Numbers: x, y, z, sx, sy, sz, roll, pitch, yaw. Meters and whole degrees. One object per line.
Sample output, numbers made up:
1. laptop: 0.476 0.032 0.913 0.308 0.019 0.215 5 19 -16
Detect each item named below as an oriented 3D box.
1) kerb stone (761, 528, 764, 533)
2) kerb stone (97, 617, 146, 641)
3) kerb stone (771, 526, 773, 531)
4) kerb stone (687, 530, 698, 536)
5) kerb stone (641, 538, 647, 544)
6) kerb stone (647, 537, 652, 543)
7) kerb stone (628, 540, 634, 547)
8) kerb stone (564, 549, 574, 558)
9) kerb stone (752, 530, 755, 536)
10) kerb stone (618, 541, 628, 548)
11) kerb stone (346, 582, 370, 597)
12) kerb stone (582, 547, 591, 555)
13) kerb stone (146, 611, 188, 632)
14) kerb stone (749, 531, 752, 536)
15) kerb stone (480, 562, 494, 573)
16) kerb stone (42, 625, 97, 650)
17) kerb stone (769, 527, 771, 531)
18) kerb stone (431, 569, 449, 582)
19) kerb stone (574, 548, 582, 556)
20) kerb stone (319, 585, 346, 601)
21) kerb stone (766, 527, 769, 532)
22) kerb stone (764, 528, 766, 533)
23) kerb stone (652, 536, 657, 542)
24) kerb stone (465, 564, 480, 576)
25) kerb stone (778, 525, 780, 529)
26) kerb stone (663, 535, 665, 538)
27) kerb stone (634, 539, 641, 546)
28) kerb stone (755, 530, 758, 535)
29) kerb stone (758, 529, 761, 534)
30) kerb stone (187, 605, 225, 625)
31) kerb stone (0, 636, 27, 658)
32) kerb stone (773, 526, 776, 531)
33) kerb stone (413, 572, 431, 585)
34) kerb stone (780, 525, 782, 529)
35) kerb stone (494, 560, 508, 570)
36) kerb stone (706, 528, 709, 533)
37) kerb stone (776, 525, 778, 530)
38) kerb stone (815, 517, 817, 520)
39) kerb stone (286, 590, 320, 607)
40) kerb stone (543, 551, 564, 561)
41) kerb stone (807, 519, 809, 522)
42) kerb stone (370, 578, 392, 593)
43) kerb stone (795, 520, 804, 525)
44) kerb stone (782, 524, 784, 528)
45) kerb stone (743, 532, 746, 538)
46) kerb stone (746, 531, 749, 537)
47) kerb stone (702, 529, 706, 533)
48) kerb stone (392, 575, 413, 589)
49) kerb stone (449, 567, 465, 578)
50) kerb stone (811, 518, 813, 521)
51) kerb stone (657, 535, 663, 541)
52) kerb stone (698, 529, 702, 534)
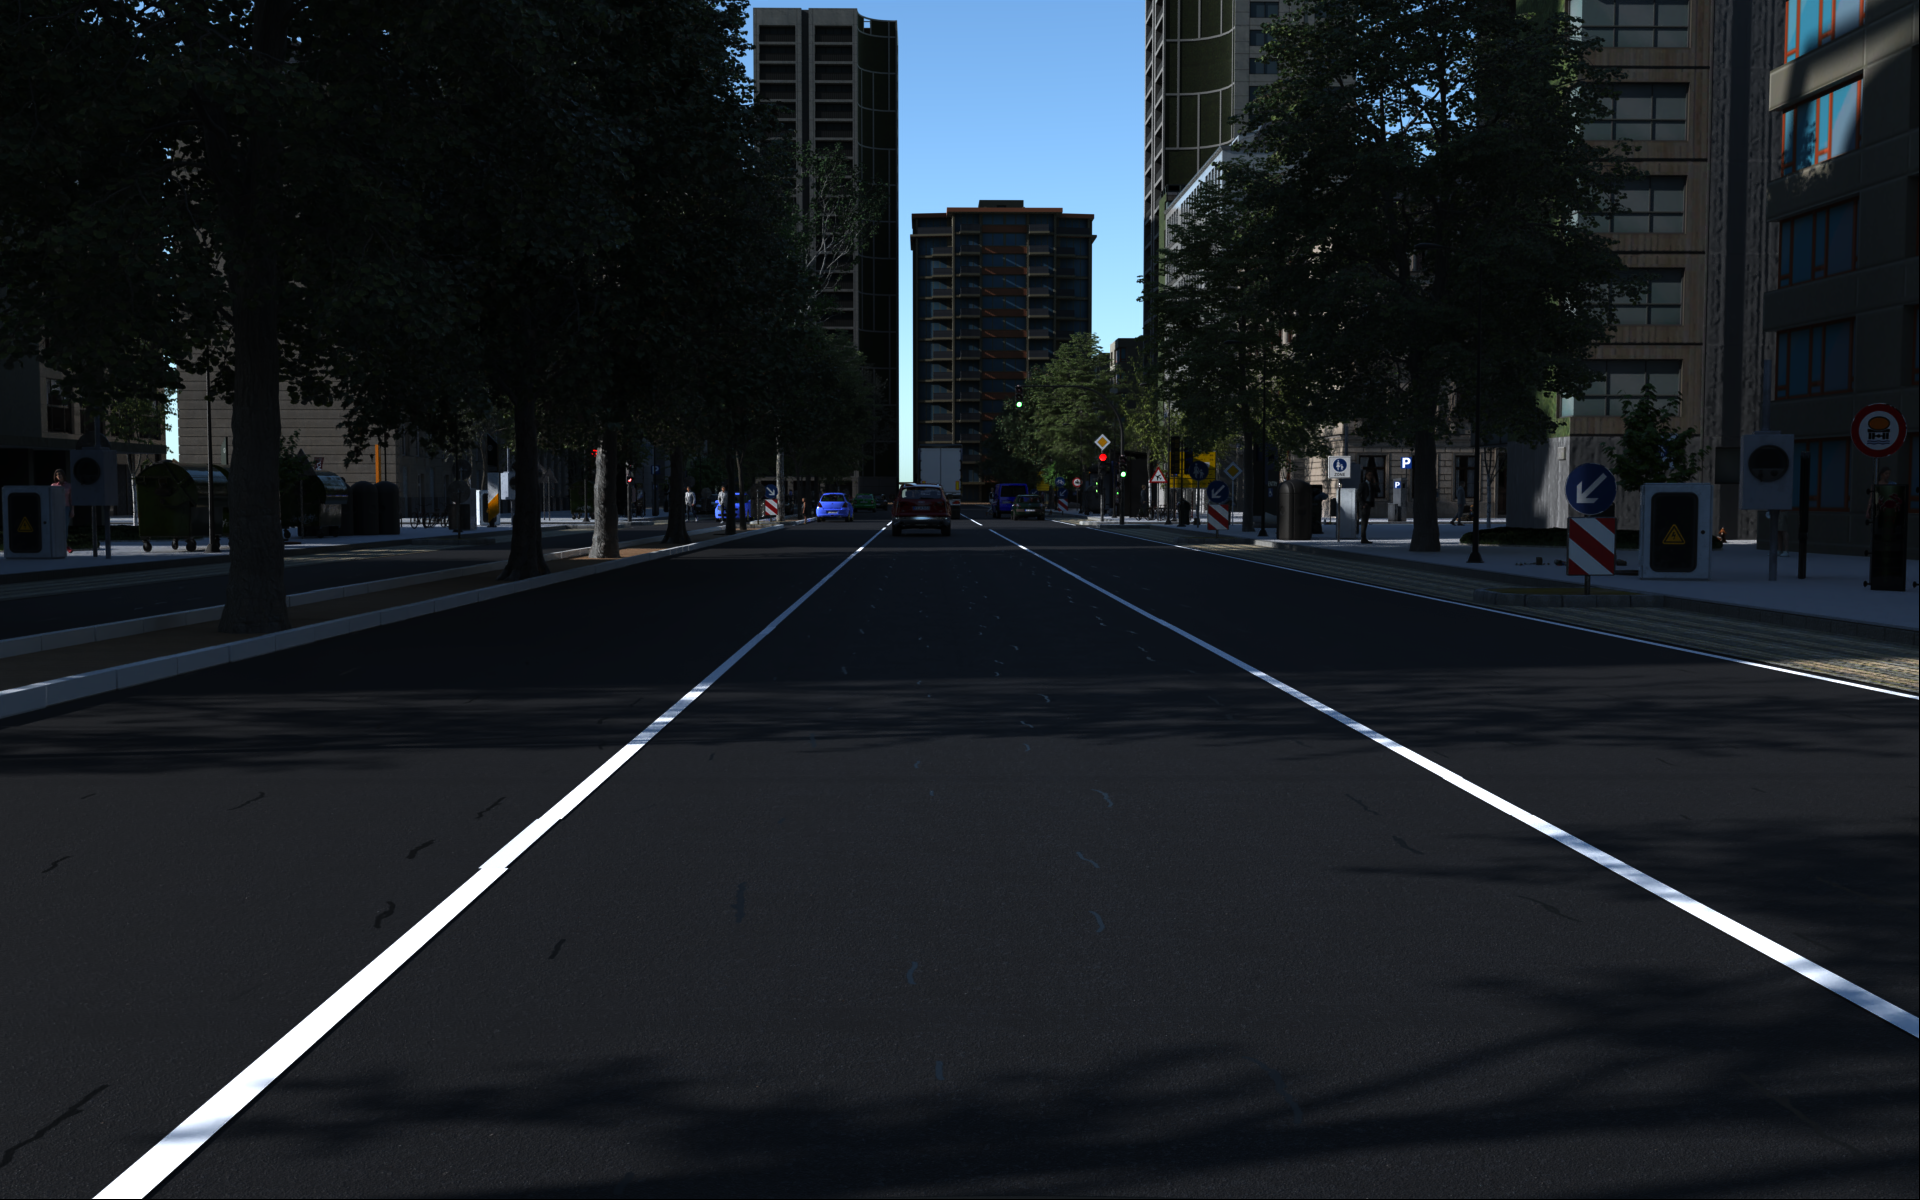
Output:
1. kerb stone: -7.258 -2.452 62.348 0.120 0.150 1.000 0 4 -1
2. kerb stone: -8.410 0.304 17.228 0.120 0.150 1.000 0 4 -1
3. kerb stone: -7.357 -2.705 66.447 0.120 0.150 1.000 0 4 -1
4. kerb stone: -9.318 -2.329 60.272 0.120 0.150 1.000 0 4 -1
5. kerb stone: -9.079 -1.638 49.003 0.120 0.150 1.000 0 4 -1
6. kerb stone: -9.106 -1.700 50.033 0.120 0.150 1.000 0 4 -1
7. kerb stone: -9.043 -1.515 46.960 0.120 0.150 1.000 0 4 -1
8. kerb stone: -8.864 -1.009 38.741 0.120 0.150 1.000 0 4 -1
9. kerb stone: -7.201 -2.268 59.272 0.120 0.150 1.000 0 4 -1
10. kerb stone: -9.019 -1.452 45.938 0.120 0.150 1.000 0 4 -1
11. kerb stone: -8.565 -0.134 24.391 0.120 0.150 1.000 0 4 -1
12. kerb stone: -8.906 -1.138 40.800 0.120 0.150 1.000 0 4 -1
13. kerb stone: -8.437 0.241 18.257 0.120 0.150 1.000 0 4 -1
14. kerb stone: -7.175 -2.205 58.245 0.120 0.150 1.000 0 4 -1
15. kerb stone: -8.717 -0.573 31.566 0.120 0.150 1.000 0 4 -1
16. kerb stone: -8.398 0.366 16.207 0.120 0.150 1.000 0 4 -1
17. kerb stone: -7.333 -2.644 65.425 0.120 0.150 1.000 0 4 -1
18. kerb stone: -8.651 -0.384 28.492 0.120 0.150 1.000 0 4 -1
19. kerb stone: -8.890 -1.075 39.770 0.120 0.150 1.000 0 4 -1
20. kerb stone: -8.550 -0.072 23.369 0.120 0.150 1.000 0 4 -1
21. kerb stone: -7.307 -2.580 64.396 0.120 0.150 1.000 0 4 -1
22. kerb stone: -7.284 -2.518 63.371 0.120 0.150 1.000 0 4 -1
23. kerb stone: -9.133 -1.765 51.055 0.120 0.150 1.000 0 4 -1
24. kerb stone: -8.692 -0.508 30.538 0.120 0.150 1.000 0 4 -1
25. kerb stone: -7.424 -2.893 69.516 0.120 0.150 1.000 0 4 -1
26. kerb stone: -9.169 -1.890 53.098 0.120 0.150 1.000 0 4 -1
27. kerb stone: -9.057 -1.572 47.982 0.120 0.150 1.000 0 4 -1
28. kerb stone: -7.228 -2.325 60.294 0.120 0.150 1.000 0 4 -1
29. kerb stone: -7.242 -2.392 61.321 0.120 0.150 1.000 0 4 -1
30. kerb stone: -8.459 0.179 19.279 0.120 0.150 1.000 0 4 -1
31. kerb stone: -8.372 0.429 15.185 0.120 0.150 1.000 0 4 -1
32. kerb stone: -7.377 -2.769 67.469 0.120 0.150 1.000 0 4 -1
33. kerb stone: -8.632 -0.323 27.470 0.120 0.150 1.000 0 4 -1
34. kerb stone: -7.438 -2.957 70.538 0.120 0.150 1.000 0 4 -1
35. kerb stone: -8.737 -0.636 32.588 0.120 0.150 1.000 0 4 -1
36. kerb stone: -9.389 -2.515 63.338 0.120 0.150 1.000 0 4 -1
37. kerb stone: -7.398 -2.832 68.494 0.120 0.150 1.000 0 4 -1
38. kerb stone: -7.901 -4.300 92.657 0.120 0.150 1.000 0 4 -1
39. kerb stone: -8.521 -0.003 22.348 0.120 0.150 1.000 0 4 -1
40. kerb stone: -8.849 -0.946 37.719 0.120 0.150 1.000 0 4 -1
41. kerb stone: -7.770 -3.933 86.500 0.120 0.150 1.000 0 4 -1
42. kerb stone: -8.582 -0.197 25.419 0.120 0.150 1.000 0 4 -1
43. kerb stone: -7.711 -3.745 83.434 0.120 0.150 1.000 0 4 -1
44. kerb stone: -7.456 -3.019 71.559 0.120 0.150 1.000 0 4 -1
45. kerb stone: -7.136 -2.079 56.192 0.120 0.150 1.000 0 4 -1
46. kerb stone: -7.151 -2.142 57.214 0.120 0.150 1.000 0 4 -1
47. kerb stone: -9.366 -2.454 62.316 0.120 0.150 1.000 0 4 -1
48. kerb stone: -8.607 -0.260 26.445 0.120 0.150 1.000 0 4 -1
49. kerb stone: -8.676 -0.448 29.513 0.120 0.150 1.000 0 4 -1
50. kerb stone: -7.844 -4.119 89.579 0.120 0.150 1.000 0 4 -1
51. kerb stone: -9.144 -1.827 52.076 0.120 0.150 1.000 0 4 -1
52. kerb stone: -9.342 -2.391 61.294 0.120 0.150 1.000 0 4 -1
